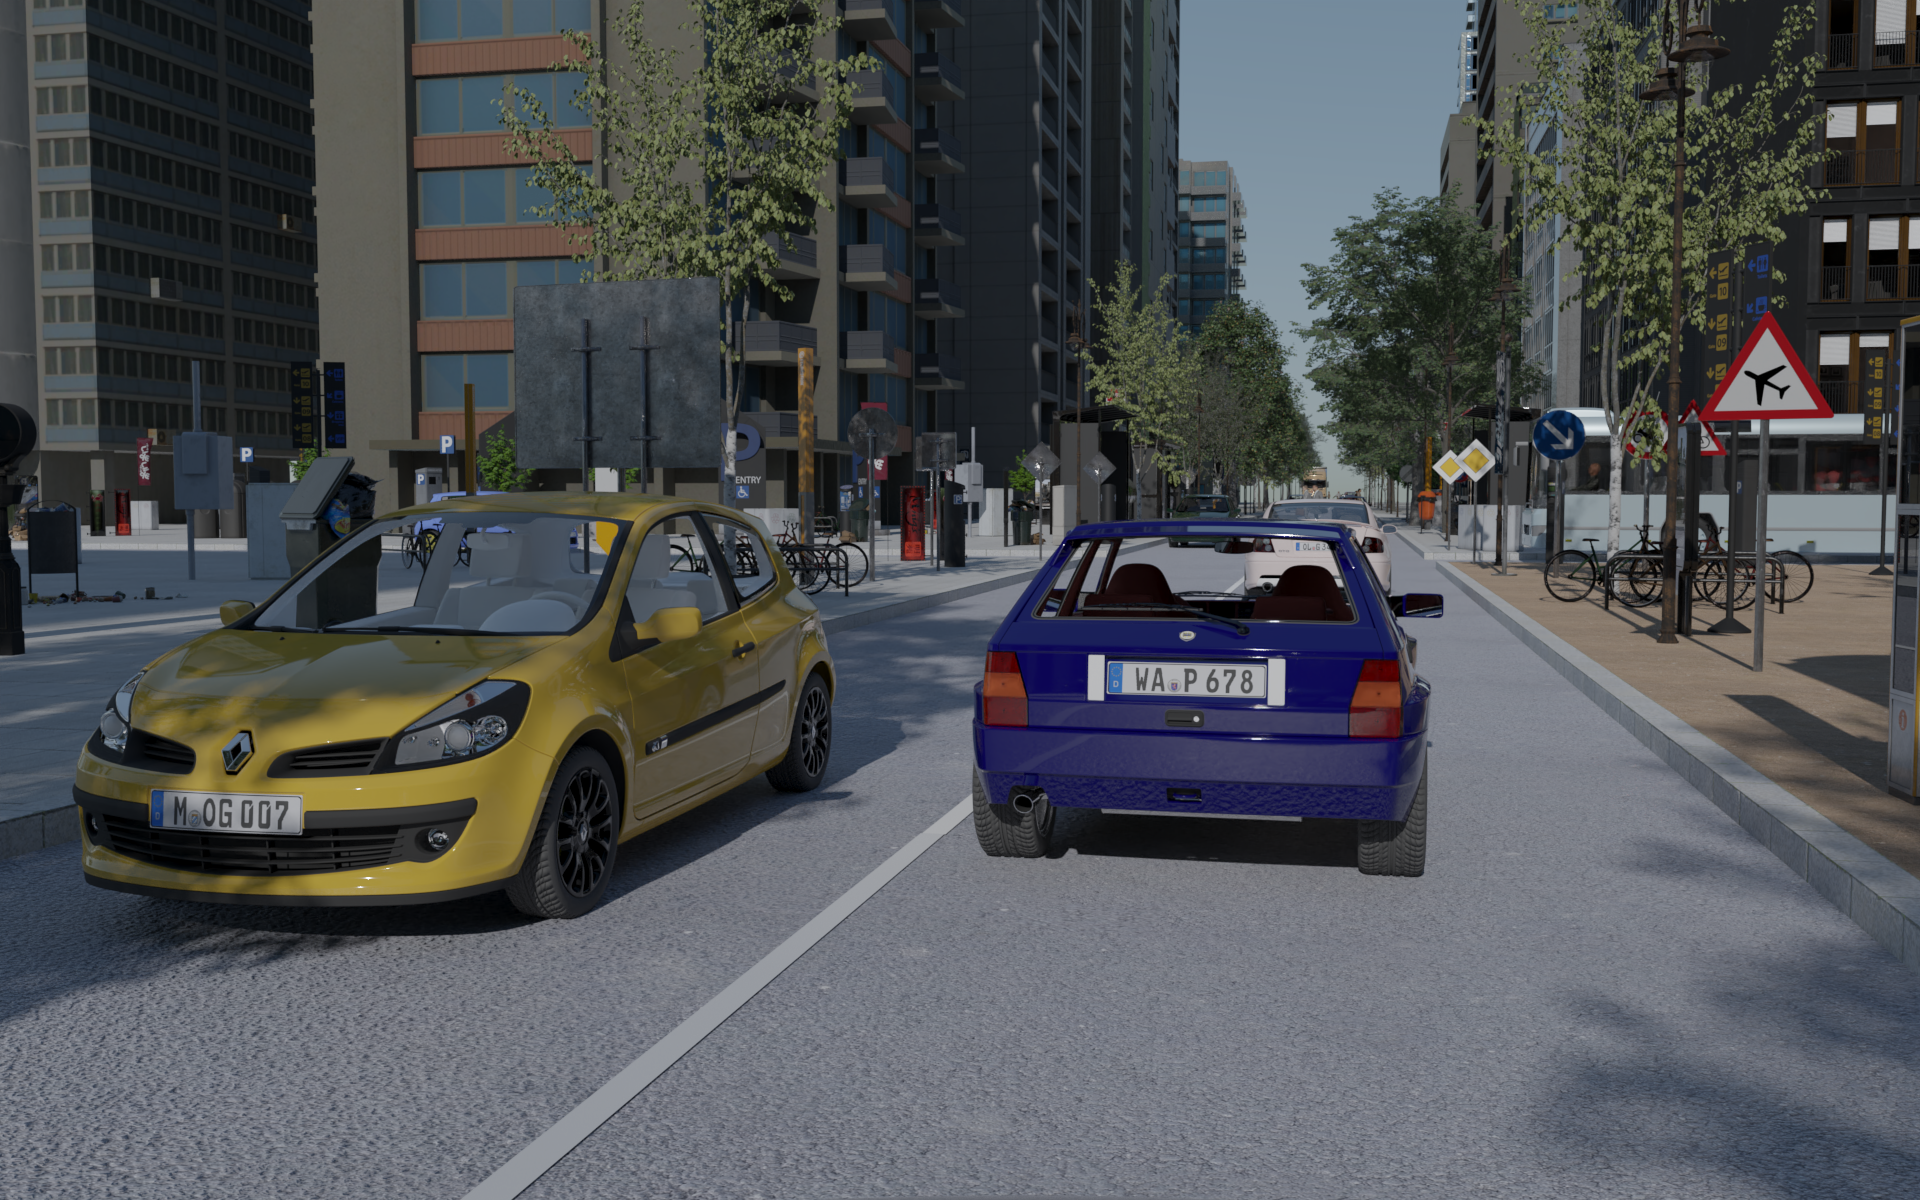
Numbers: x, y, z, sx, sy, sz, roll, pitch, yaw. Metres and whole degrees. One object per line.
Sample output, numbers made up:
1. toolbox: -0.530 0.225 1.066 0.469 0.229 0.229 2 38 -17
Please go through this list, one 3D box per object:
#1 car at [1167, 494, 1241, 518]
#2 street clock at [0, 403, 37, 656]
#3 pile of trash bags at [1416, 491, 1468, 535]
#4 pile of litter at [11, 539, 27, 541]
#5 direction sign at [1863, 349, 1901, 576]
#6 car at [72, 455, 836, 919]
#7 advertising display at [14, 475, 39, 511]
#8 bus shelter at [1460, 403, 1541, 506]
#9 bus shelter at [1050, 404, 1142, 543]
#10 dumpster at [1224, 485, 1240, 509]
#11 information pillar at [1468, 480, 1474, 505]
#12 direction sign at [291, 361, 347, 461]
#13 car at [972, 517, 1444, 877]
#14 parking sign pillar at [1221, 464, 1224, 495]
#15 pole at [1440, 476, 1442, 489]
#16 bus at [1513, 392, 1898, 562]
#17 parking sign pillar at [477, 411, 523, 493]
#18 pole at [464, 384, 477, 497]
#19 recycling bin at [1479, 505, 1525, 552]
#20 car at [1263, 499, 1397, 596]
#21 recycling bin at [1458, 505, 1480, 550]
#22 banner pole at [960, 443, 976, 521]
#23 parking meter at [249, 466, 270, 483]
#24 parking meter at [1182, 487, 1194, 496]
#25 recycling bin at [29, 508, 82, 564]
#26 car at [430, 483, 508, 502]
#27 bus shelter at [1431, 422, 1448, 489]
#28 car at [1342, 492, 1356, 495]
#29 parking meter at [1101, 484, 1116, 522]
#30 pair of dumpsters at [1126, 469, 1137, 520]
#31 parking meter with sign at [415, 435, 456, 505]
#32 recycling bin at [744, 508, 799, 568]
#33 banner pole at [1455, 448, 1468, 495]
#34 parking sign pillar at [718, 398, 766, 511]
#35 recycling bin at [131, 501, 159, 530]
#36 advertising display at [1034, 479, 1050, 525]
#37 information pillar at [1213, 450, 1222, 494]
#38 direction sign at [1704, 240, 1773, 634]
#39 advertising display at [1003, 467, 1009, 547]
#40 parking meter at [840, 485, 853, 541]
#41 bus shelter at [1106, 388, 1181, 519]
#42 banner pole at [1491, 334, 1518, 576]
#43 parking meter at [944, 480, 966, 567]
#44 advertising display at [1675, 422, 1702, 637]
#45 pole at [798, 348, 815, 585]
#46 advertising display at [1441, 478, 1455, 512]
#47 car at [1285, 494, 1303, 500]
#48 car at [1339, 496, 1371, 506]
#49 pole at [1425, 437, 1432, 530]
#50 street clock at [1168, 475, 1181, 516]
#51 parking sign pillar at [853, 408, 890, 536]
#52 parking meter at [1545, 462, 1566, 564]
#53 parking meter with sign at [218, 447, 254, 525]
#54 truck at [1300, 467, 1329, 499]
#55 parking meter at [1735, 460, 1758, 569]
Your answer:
1. car: 6.719 -2.300 47.393 2.009 1.686 4.222 1 4 14
2. street clock: -7.609 -0.563 13.772 0.471 2.002 0.358 0 4 1
3. pile of trash bags: 15.879 -2.745 54.628 1.912 1.369 3.447 -3 5 -39
4. pile of litter: -25.650 -2.078 47.932 1.176 0.858 1.719 2 4 27
5. direction sign: 14.600 -2.160 27.321 0.876 3.537 0.379 -1 4 -17
6. car: -1.814 0.185 7.200 2.015 1.641 3.980 1 4 13
7. advertising display: -32.066 -3.322 59.530 0.123 1.923 0.974 1 4 12
8. bus shelter: 14.766 -3.440 47.520 1.731 3.624 6.357 1 4 13
9. bus shelter: 3.853 -3.498 48.476 1.731 3.624 6.357 1 4 13
10. dumpster: 17.733 -6.619 113.973 1.264 1.857 1.865 1 4 13
11. information pillar: 26.819 -5.276 90.756 0.304 2.012 0.304 -1 4 -10
12. direction sign: -10.977 -2.307 29.711 0.876 3.537 0.379 -1 4 -11
13. car: 1.234 0.282 7.973 1.945 1.354 3.894 1 4 13
14. parking sign pillar: 16.563 -7.466 110.533 1.447 3.967 1.447 1 4 14
15. pole: 29.087 -6.776 104.637 0.158 3.312 0.155 0 3 0
16. bus: 17.267 -2.414 34.323 13.247 3.499 2.948 1 4 13
17. parking sign pillar: -14.106 -3.954 53.121 1.447 3.967 1.447 -2 4 -27
18. pole: -9.057 -2.338 32.073 0.158 3.312 0.155 0 3 0
19. recycling bin: 12.154 -1.601 38.725 0.722 1.027 0.722 2 4 35
20. car: 4.868 -0.680 23.488 2.083 1.381 4.827 1 4 12
21. recycling bin: 12.017 -1.683 40.066 0.722 1.027 0.722 -1 4 -14
22. banner pole: 0.377 -5.746 83.959 0.863 3.779 0.401 0 4 -2
23. parking meter: -14.485 -1.845 35.876 0.399 1.863 0.255 2 4 31
24. parking meter: 8.531 -3.434 64.557 0.372 1.533 0.369 0 3 0
25. recycling bin: -16.601 -1.176 31.785 0.722 1.027 0.722 -3 5 -40
26. car: -10.737 -1.876 40.271 3.694 1.707 1.945 1 4 11
27. bus shelter: 25.383 -7.092 93.592 2.179 5.291 8.768 1 4 13
28. car: 57.235 -15.026 254.345 2.281 1.827 5.304 1 4 11
29. parking meter: 3.794 -2.194 44.286 0.372 1.533 0.369 0 3 0
30. pair of dumpsters: 5.219 -3.574 60.931 1.574 2.255 4.437 1 4 13
31. parking meter with sign: -15.526 -3.322 50.572 0.543 3.016 1.738 2 4 27
32. recycling bin: -3.269 -1.071 30.063 0.722 1.027 0.722 -3 5 -43
33. banner pole: 24.198 -5.736 83.803 0.863 3.779 0.401 3 5 40
34. parking sign pillar: -5.987 -3.618 47.629 1.447 3.967 1.447 0 4 -6
35. recycling bin: -29.119 -3.016 61.871 0.722 1.027 0.722 0 4 -6
36. advertising display: 3.592 -4.096 72.189 0.974 1.923 0.123 1 4 15
37. information pillar: 13.688 -6.171 92.248 0.504 3.616 0.183 -2 4 -24
38. direction sign: 7.142 -1.466 15.972 0.379 3.537 0.876 -1 4 -13
39. advertising display: 1.124 -2.269 42.305 0.123 1.923 0.974 0 4 1
40. parking meter: -3.094 -2.379 47.304 0.372 1.533 0.369 0 3 0
41. bus shelter: 7.129 -5.513 67.776 2.179 5.291 8.768 1 4 13
42. banner pole: 8.430 -2.257 26.926 0.401 3.779 0.863 2 4 34
43. parking meter: -0.091 -1.348 30.454 0.372 1.533 0.369 0 3 0
44. advertising display: 6.663 -0.658 15.980 0.123 1.923 0.974 1 4 13
45. pole: -2.159 -1.863 24.311 0.158 3.312 0.155 0 3 0
46. advertising display: 17.723 -3.528 62.900 0.123 1.923 0.974 3 4 36
47. car: 26.318 -7.521 134.973 2.014 1.417 4.499 1 4 14
48. car: 18.579 -4.265 82.313 1.945 1.354 3.894 1 4 11
49. pole: 16.759 -4.167 61.978 0.158 3.312 0.155 0 3 0
50. street clock: 8.130 -3.741 65.737 0.471 2.002 0.358 0 4 8
51. parking sign pillar: -2.894 -3.990 53.716 1.447 3.967 1.447 -2 4 -24
52. parking meter: 10.917 -1.593 31.752 0.255 1.863 0.399 2 4 31
53. parking meter with sign: -26.755 -4.132 63.823 0.543 3.016 1.738 1 4 13
54. truck: 36.902 -11.699 180.189 2.839 4.237 11.283 1 4 12
55. parking meter: 13.525 -1.476 29.837 0.255 1.863 0.399 0 4 -1
